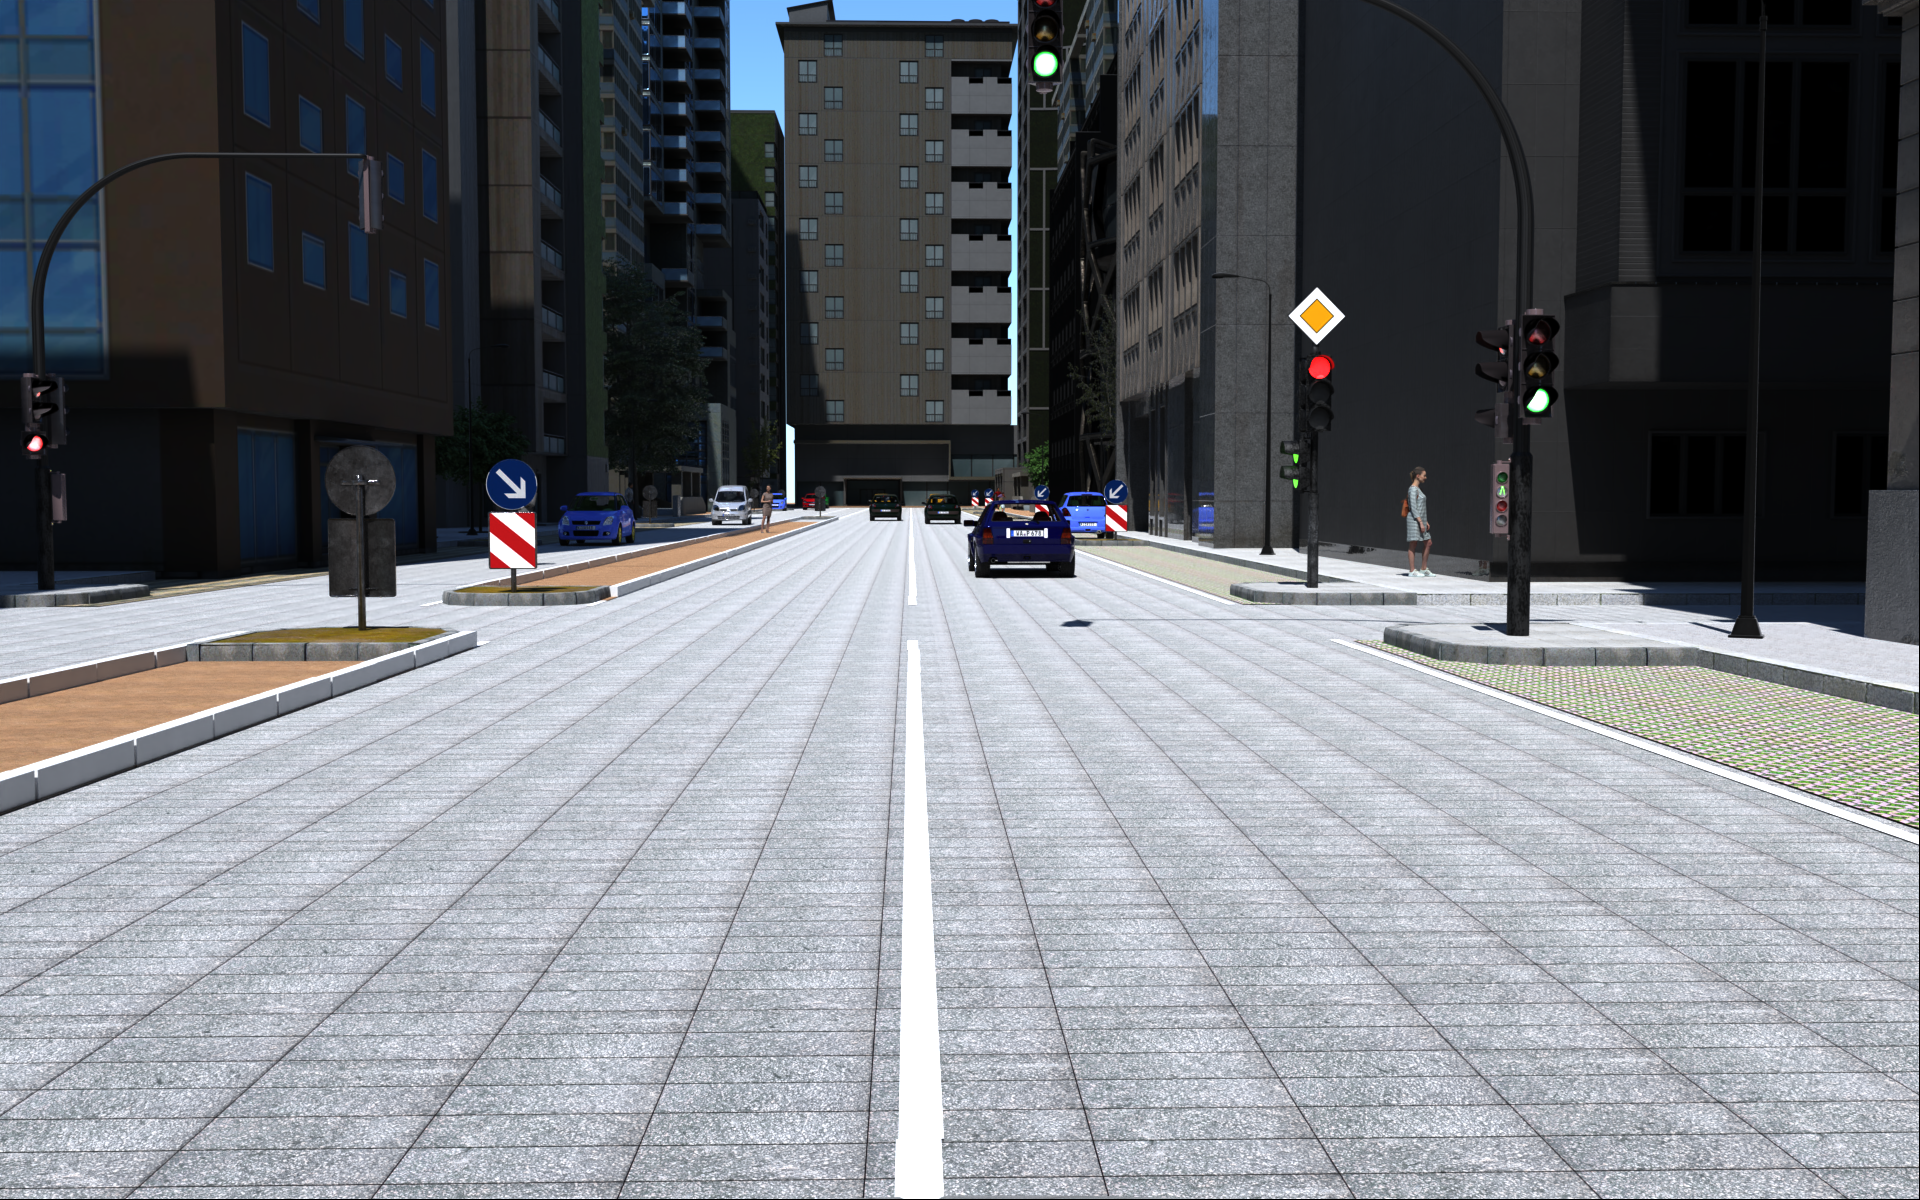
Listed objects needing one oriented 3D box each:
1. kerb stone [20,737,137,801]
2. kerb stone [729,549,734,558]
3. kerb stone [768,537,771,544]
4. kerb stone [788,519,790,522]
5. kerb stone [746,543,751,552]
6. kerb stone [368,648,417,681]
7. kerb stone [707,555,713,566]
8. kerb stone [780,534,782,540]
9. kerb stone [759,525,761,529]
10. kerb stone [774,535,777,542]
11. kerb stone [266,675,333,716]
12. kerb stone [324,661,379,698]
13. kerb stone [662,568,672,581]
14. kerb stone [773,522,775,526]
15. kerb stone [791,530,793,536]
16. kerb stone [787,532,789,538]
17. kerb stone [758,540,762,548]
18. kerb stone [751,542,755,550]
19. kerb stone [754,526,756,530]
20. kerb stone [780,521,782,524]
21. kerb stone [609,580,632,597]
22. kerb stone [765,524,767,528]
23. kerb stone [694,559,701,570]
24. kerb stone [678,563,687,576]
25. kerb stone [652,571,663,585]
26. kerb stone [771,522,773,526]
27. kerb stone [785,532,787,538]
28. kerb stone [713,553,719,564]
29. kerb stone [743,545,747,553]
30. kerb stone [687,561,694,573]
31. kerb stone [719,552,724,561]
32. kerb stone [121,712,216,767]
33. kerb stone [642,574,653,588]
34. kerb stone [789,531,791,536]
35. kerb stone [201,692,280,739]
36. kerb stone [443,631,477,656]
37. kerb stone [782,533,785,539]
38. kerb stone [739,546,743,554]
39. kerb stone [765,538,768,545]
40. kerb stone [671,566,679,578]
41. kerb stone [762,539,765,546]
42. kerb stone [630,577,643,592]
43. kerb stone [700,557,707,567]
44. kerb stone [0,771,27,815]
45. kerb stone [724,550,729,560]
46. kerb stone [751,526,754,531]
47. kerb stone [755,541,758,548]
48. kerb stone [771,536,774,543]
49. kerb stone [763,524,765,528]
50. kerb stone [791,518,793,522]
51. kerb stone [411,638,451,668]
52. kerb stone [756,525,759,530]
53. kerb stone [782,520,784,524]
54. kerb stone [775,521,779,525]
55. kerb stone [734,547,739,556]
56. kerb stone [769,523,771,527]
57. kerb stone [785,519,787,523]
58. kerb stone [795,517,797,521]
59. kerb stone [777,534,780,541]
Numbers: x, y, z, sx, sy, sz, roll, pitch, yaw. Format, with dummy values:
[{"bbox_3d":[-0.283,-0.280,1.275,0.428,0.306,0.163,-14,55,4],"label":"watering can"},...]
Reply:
[{"bbox_3d":[-4.367,0.836,8.564,0.120,0.150,1.000,0,4,-2],"label":"kerb stone"},{"bbox_3d":[-5.226,-1.017,38.835,0.120,0.150,1.000,0,4,-2],"label":"kerb stone"},{"bbox_3d":[-5.522,-1.645,49.091,0.120,0.150,1.000,0,4,-2],"label":"kerb stone"},{"bbox_3d":[-8.671,-3.896,85.983,0.120,0.150,1.000,0,4,-2],"label":"kerb stone"},{"bbox_3d":[-5.342,-1.267,42.940,0.120,0.150,1.000,0,4,-2],"label":"kerb stone"},{"bbox_3d":[-4.518,0.523,13.683,0.120,0.150,1.000,0,4,-2],"label":"kerb stone"},{"bbox_3d":[-5.115,-0.767,34.735,0.120,0.150,1.000,0,4,-2],"label":"kerb stone"},{"bbox_3d":[-5.640,-1.896,53.194,0.120,0.150,1.000,0,4,-2],"label":"kerb stone"},{"bbox_3d":[-8.205,-2.898,69.585,0.120,0.150,1.000,0,4,-2],"label":"kerb stone"},{"bbox_3d":[-5.579,-1.771,51.149,0.120,0.150,1.000,0,4,-2],"label":"kerb stone"},{"bbox_3d":[-4.457,0.646,11.640,0.120,0.150,1.000,0,4,-2],"label":"kerb stone"},{"bbox_3d":[-4.480,0.587,12.662,0.120,0.150,1.000,0,4,-2],"label":"kerb stone"},{"bbox_3d":[-4.934,-0.391,28.589,0.120,0.150,1.000,0,4,-2],"label":"kerb stone"},{"bbox_3d":[-8.411,-3.338,76.768,0.120,0.150,1.000,0,4,-2],"label":"kerb stone"},{"bbox_3d":[-5.788,-2.207,58.323,0.120,0.150,1.000,0,4,-2],"label":"kerb stone"},{"bbox_3d":[-5.723,-2.079,56.270,0.120,0.150,1.000,0,4,-2],"label":"kerb stone"},{"bbox_3d":[-5.433,-1.457,46.020,0.120,0.150,1.000,0,4,-2],"label":"kerb stone"},{"bbox_3d":[-5.373,-1.331,43.962,0.120,0.150,1.000,0,4,-2],"label":"kerb stone"},{"bbox_3d":[-8.140,-2.767,67.530,0.120,0.150,1.000,0,4,-2],"label":"kerb stone"},{"bbox_3d":[-8.528,-3.585,80.863,0.120,0.150,1.000,0,4,-2],"label":"kerb stone"},{"bbox_3d":[-4.819,-0.141,24.500,0.120,0.150,1.000,0,4,-2],"label":"kerb stone"},{"bbox_3d":[-8.293,-3.087,72.669,0.120,0.150,1.000,0,4,-2],"label":"kerb stone"},{"bbox_3d":[-5.059,-0.640,32.682,0.120,0.150,1.000,0,4,-2],"label":"kerb stone"},{"bbox_3d":[-4.999,-0.516,30.638,0.120,0.150,1.000,0,4,-2],"label":"kerb stone"},{"bbox_3d":[-4.908,-0.328,27.567,0.120,0.150,1.000,0,4,-2],"label":"kerb stone"},{"bbox_3d":[-8.381,-3.269,75.746,0.120,0.150,1.000,0,4,-2],"label":"kerb stone"},{"bbox_3d":[-5.704,-2.021,55.239,0.120,0.150,1.000,0,4,-2],"label":"kerb stone"},{"bbox_3d":[-5.143,-0.829,35.762,0.120,0.150,1.000,0,4,-2],"label":"kerb stone"},{"bbox_3d":[-5.315,-1.203,41.906,0.120,0.150,1.000,0,4,-2],"label":"kerb stone"},{"bbox_3d":[-5.023,-0.579,31.660,0.120,0.150,1.000,0,4,-2],"label":"kerb stone"},{"bbox_3d":[-5.171,-0.892,36.784,0.120,0.150,1.000,0,4,-2],"label":"kerb stone"},{"bbox_3d":[-4.394,0.772,9.585,0.120,0.150,1.000,0,4,-2],"label":"kerb stone"},{"bbox_3d":[-4.882,-0.266,26.543,0.120,0.150,1.000,0,4,-2],"label":"kerb stone"},{"bbox_3d":[-5.755,-2.147,57.292,0.120,0.150,1.000,0,4,-2],"label":"kerb stone"},{"bbox_3d":[-4.427,0.709,10.607,0.120,0.150,1.000,0,4,-2],"label":"kerb stone"},{"bbox_3d":[-4.572,0.395,15.729,0.120,0.150,1.000,0,4,-2],"label":"kerb stone"},{"bbox_3d":[-5.670,-1.958,54.217,0.120,0.150,1.000,0,4,-2],"label":"kerb stone"},{"bbox_3d":[-5.288,-1.137,40.881,0.120,0.150,1.000,0,4,-2],"label":"kerb stone"},{"bbox_3d":[-5.496,-1.582,48.064,0.120,0.150,1.000,0,4,-2],"label":"kerb stone"},{"bbox_3d":[-4.968,-0.453,29.611,0.120,0.150,1.000,0,4,-2],"label":"kerb stone"},{"bbox_3d":[-5.464,-1.520,47.042,0.120,0.150,1.000,0,4,-2],"label":"kerb stone"},{"bbox_3d":[-4.848,-0.203,25.522,0.120,0.150,1.000,0,4,-2],"label":"kerb stone"},{"bbox_3d":[-5.088,-0.704,33.713,0.120,0.150,1.000,0,4,-2],"label":"kerb stone"},{"bbox_3d":[-4.341,0.896,7.540,0.120,0.150,1.000,0,4,-2],"label":"kerb stone"},{"bbox_3d":[-5.211,-0.951,37.806,0.120,0.150,1.000,0,4,-2],"label":"kerb stone"},{"bbox_3d":[-8.116,-2.710,66.504,0.120,0.150,1.000,0,4,-2],"label":"kerb stone"},{"bbox_3d":[-5.406,-1.394,44.992,0.120,0.150,1.000,0,4,-2],"label":"kerb stone"},{"bbox_3d":[-5.547,-1.708,50.128,0.120,0.150,1.000,0,4,-2],"label":"kerb stone"},{"bbox_3d":[-8.263,-3.024,71.636,0.120,0.150,1.000,0,4,-2],"label":"kerb stone"},{"bbox_3d":[-8.735,-4.027,88.029,0.120,0.150,1.000,0,4,-2],"label":"kerb stone"},{"bbox_3d":[-4.538,0.458,14.704,0.120,0.150,1.000,0,4,-2],"label":"kerb stone"},{"bbox_3d":[-8.177,-2.836,68.560,0.120,0.150,1.000,0,4,-2],"label":"kerb stone"},{"bbox_3d":[-8.557,-3.651,81.885,0.120,0.150,1.000,0,4,-2],"label":"kerb stone"},{"bbox_3d":[-8.466,-3.463,78.819,0.120,0.150,1.000,0,4,-2],"label":"kerb stone"},{"bbox_3d":[-5.265,-1.080,39.856,0.120,0.150,1.000,0,4,-2],"label":"kerb stone"},{"bbox_3d":[-8.347,-3.207,74.716,0.120,0.150,1.000,0,4,-2],"label":"kerb stone"},{"bbox_3d":[-8.610,-3.773,83.939,0.120,0.150,1.000,0,4,-2],"label":"kerb stone"},{"bbox_3d":[-8.815,-4.214,91.100,0.120,0.150,1.000,0,4,-2],"label":"kerb stone"},{"bbox_3d":[-5.604,-1.833,52.171,0.120,0.150,1.000,0,4,-2],"label":"kerb stone"}]
